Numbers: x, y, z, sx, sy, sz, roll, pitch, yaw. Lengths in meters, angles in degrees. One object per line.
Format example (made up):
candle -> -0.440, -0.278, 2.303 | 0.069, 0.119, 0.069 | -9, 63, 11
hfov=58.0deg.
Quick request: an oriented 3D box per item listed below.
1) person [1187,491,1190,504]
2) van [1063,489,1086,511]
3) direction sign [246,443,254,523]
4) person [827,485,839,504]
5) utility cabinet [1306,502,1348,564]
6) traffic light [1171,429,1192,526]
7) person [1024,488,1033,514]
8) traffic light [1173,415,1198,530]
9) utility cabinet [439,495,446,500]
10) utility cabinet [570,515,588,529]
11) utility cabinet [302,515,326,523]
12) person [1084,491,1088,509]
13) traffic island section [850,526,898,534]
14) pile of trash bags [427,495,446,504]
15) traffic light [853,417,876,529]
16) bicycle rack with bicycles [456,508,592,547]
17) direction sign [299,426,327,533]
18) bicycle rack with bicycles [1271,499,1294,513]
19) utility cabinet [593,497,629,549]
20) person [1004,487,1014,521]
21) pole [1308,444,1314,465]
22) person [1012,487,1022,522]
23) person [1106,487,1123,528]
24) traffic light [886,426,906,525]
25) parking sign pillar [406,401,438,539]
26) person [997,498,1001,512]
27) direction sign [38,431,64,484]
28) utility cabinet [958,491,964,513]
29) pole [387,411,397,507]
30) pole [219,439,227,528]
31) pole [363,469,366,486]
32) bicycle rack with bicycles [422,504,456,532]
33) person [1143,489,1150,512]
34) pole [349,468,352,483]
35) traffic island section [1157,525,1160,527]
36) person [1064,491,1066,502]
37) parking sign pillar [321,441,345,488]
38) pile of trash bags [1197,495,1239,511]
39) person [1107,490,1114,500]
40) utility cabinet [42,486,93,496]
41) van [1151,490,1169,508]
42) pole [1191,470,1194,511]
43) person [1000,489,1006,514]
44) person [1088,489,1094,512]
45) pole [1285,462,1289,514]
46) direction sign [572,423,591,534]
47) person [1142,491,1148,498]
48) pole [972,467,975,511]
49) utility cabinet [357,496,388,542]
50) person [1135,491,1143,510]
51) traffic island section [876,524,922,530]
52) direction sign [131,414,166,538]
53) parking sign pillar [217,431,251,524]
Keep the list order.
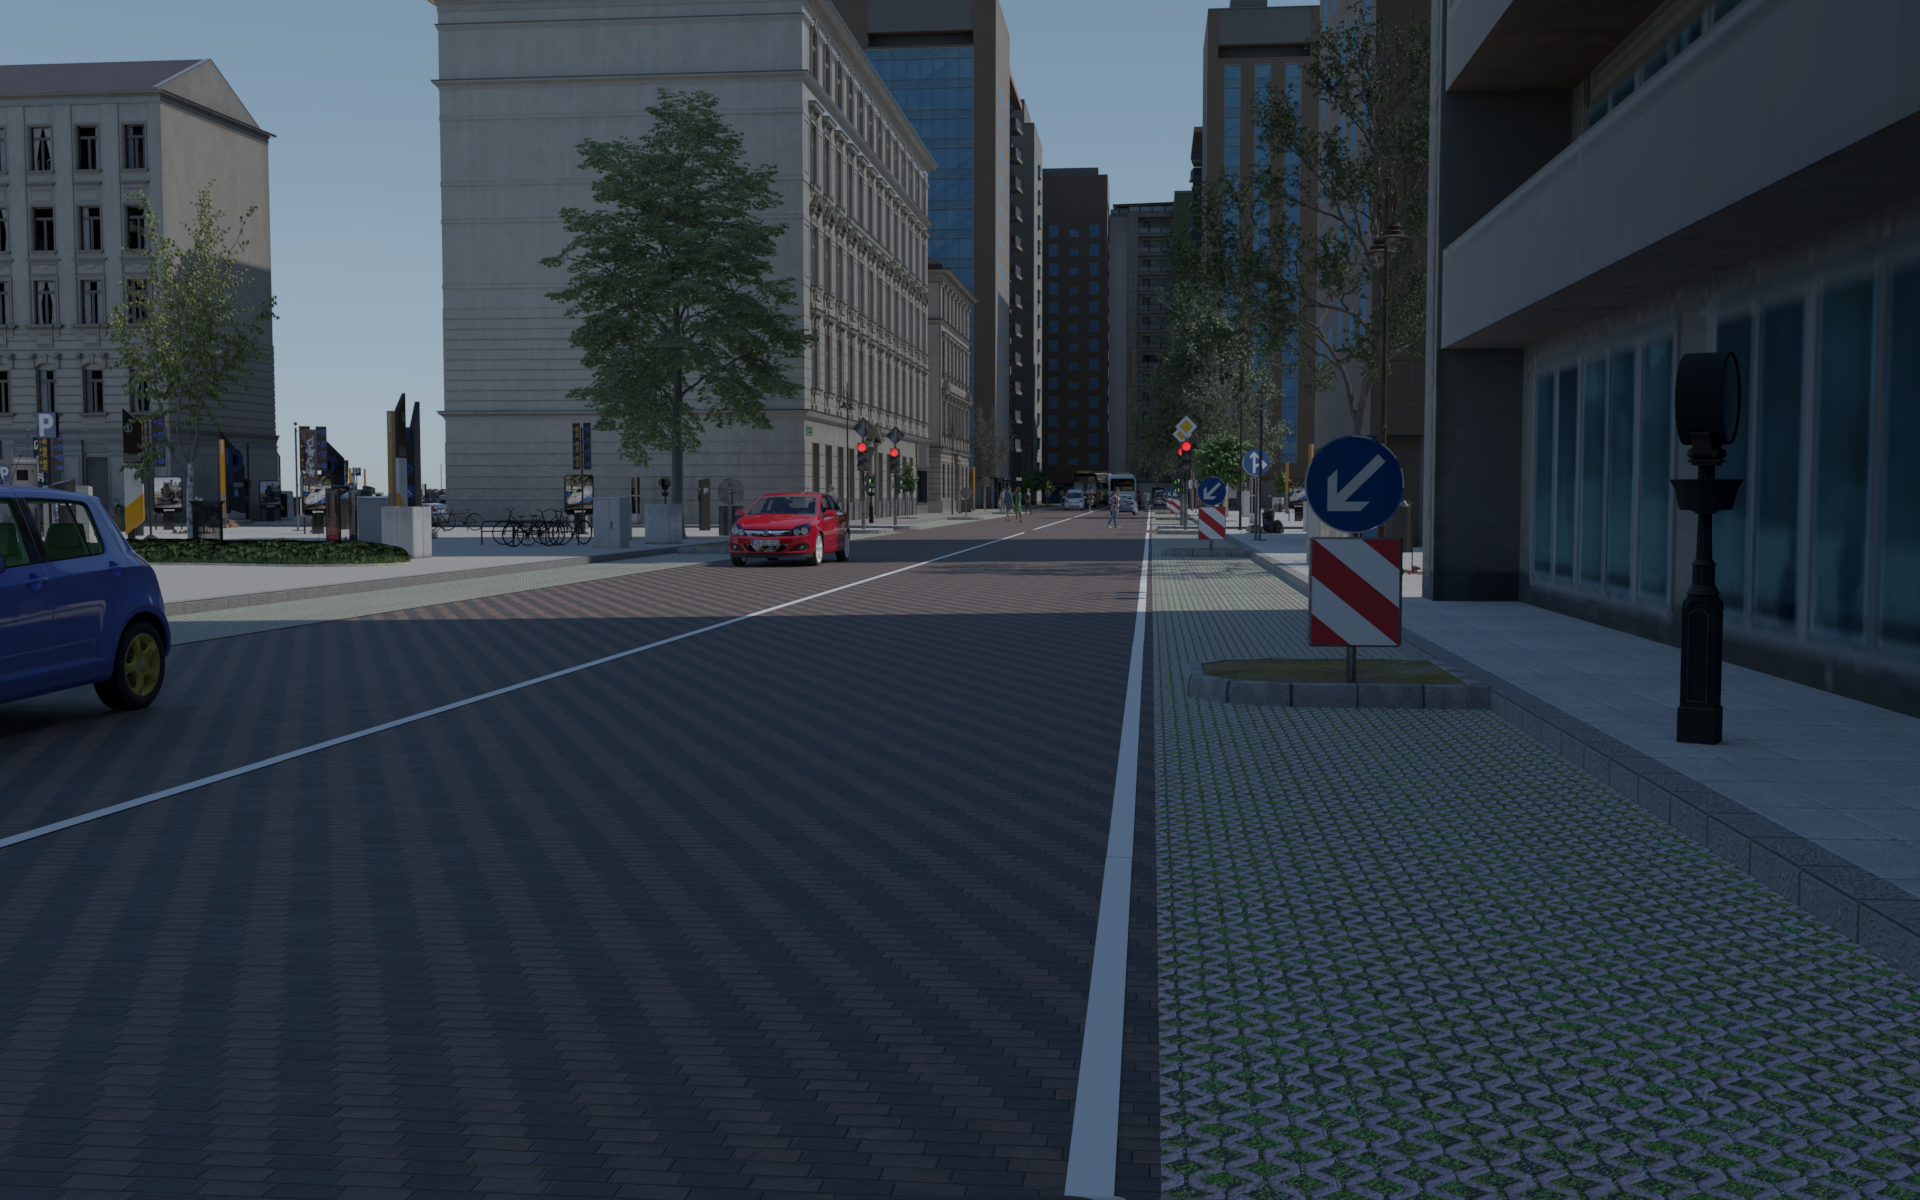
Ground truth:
person -> 29.667, -13.302, 225.624 | 0.705, 1.869, 1.348 | 3, 5, 43
van -> 9.908, -8.731, 149.755 | 2.013, 2.044, 4.112 | 0, 4, 6
direction sign -> -31.574, -5.190, 76.854 | 0.379, 3.537, 0.876 | -2, 4, -26
person -> -4.987, -3.532, 66.643 | 0.834, 1.777, 0.661 | 3, 4, 36
utility cabinet -> 6.757, -1.402, 31.600 | 0.318, 1.500, 1.173 | 3, 5, 41
traffic light -> 8.949, -4.957, 69.970 | 0.839, 4.253, 0.868 | 0, 4, 6
person -> 4.858, -6.985, 122.478 | 0.659, 1.850, 0.755 | -2, 4, -33
traffic light -> 8.073, -4.472, 62.033 | 0.839, 4.253, 0.868 | 0, 4, 6
utility cabinet -> -32.626, -6.029, 109.740 | 0.306, 1.237, 1.020 | -3, 5, -44
utility cabinet -> -14.043, -3.218, 63.774 | 0.306, 1.237, 1.020 | -2, 4, -34
utility cabinet -> -27.841, -4.030, 74.569 | 1.173, 1.500, 0.318 | 2, 4, 32
person -> 12.104, -9.823, 169.644 | 0.750, 1.759, 0.617 | -1, 4, -9
traffic island section -> -3.558, -2.517, 63.431 | 2.009, 0.180, 2.903 | 0, 4, 6
pile of trash bags -> -34.135, -6.412, 114.586 | 1.912, 1.369, 3.447 | 1, 4, 13
traffic light -> -3.520, -4.549, 63.292 | 0.839, 4.253, 0.868 | 0, 4, 6
bicycle rack with bicycles -> -10.568, -1.835, 43.391 | 2.925, 0.926, 2.852 | -3, 5, -39
direction sign -> -21.565, -4.025, 57.805 | 0.876, 3.537, 0.379 | -2, 4, -33
bicycle rack with bicycles -> 22.511, -6.469, 119.147 | 2.852, 0.926, 2.925 | 2, 4, 28
utility cabinet -> -8.299, -1.835, 41.166 | 1.020, 1.237, 0.306 | 3, 5, 40
person -> 2.533, -5.095, 91.834 | 0.581, 1.822, 0.654 | 3, 5, 44
pole -> 14.234, -4.676, 70.292 | 0.158, 3.312, 0.155 | 0, 3, 0
person -> 2.970, -4.849, 88.029 | 0.529, 1.795, 0.600 | -2, 4, -26
person -> 6.514, -3.889, 72.930 | 0.643, 1.720, 0.563 | 1, 4, 17
traffic light -> -2.644, -5.034, 71.229 | 0.839, 4.253, 0.868 | 0, 4, 6
parking sign pillar -> -15.802, -3.752, 49.815 | 1.447, 3.967, 1.447 | -1, 4, -10
person -> 2.866, -6.854, 125.584 | 0.382, 1.210, 0.505 | -3, 5, -44
direction sign -> -32.662, -4.298, 62.267 | 0.379, 3.537, 0.876 | 2, 4, 35
utility cabinet -> 0.054, -6.397, 113.270 | 0.318, 1.500, 1.173 | 0, 4, 5
pole -> -13.921, -2.974, 42.474 | 0.158, 3.312, 0.155 | 0, 3, 0
pole -> -27.569, -4.336, 64.744 | 0.158, 3.312, 0.155 | 0, 3, 0
pole -> -47.997, -8.921, 139.708 | 0.158, 3.312, 0.155 | 0, 3, 0
bicycle rack with bicycles -> -18.300, -2.836, 59.753 | 2.925, 0.926, 2.852 | 1, 4, 11
person -> 15.214, -8.122, 141.386 | 0.635, 1.810, 0.391 | -2, 4, -35
pole -> -47.773, -8.678, 135.721 | 0.158, 3.312, 0.155 | 0, 3, 0
traffic island section -> 8.988, -2.923, 70.079 | 2.009, 0.180, 2.903 | 0, 4, 6
person -> 12.663, -12.231, 208.488 | 1.348, 1.823, 0.705 | 3, 4, 39
parking sign pillar -> -31.675, -6.056, 87.487 | 1.447, 3.967, 1.447 | 2, 4, 32
pile of trash bags -> 19.643, -7.447, 131.516 | 3.447, 1.369, 1.912 | 1, 4, 17
person -> 13.759, -8.995, 155.559 | 0.705, 1.826, 1.348 | -3, 4, -37
utility cabinet -> -24.035, -2.325, 46.697 | 1.173, 1.500, 0.318 | 0, 4, -6
van -> 20.875, -10.561, 179.681 | 2.013, 2.044, 4.112 | 0, 4, 5
pole -> 17.895, -8.540, 133.477 | 0.158, 3.312, 0.155 | 0, 3, 0
person -> 3.000, -6.872, 120.960 | 0.391, 1.810, 0.635 | -2, 4, -29
person -> 10.549, -8.020, 139.597 | 0.573, 1.828, 0.580 | -1, 4, -16
pole -> 21.042, -7.194, 111.458 | 0.158, 3.312, 0.155 | 0, 3, 0
direction sign -> -12.028, -3.863, 55.156 | 0.876, 3.537, 0.379 | 3, 4, 38
person -> 23.139, -12.628, 214.972 | 1.348, 1.824, 0.705 | -3, 5, -41
pole -> 1.020, -8.341, 130.220 | 0.158, 3.312, 0.155 | 0, 3, 0
utility cabinet -> -15.325, -2.108, 45.629 | 1.020, 1.237, 0.306 | -2, 4, -25
person -> 15.893, -8.799, 153.046 | 1.217, 1.739, 0.721 | -2, 4, -32
traffic island section -> -2.682, -3.002, 71.368 | 2.009, 0.180, 2.903 | 0, 4, 6
direction sign -> -23.124, -3.511, 49.400 | 0.876, 3.537, 0.379 | -2, 4, -32
parking sign pillar -> -31.166, -5.238, 74.114 | 1.447, 3.967, 1.447 | 1, 4, 10
